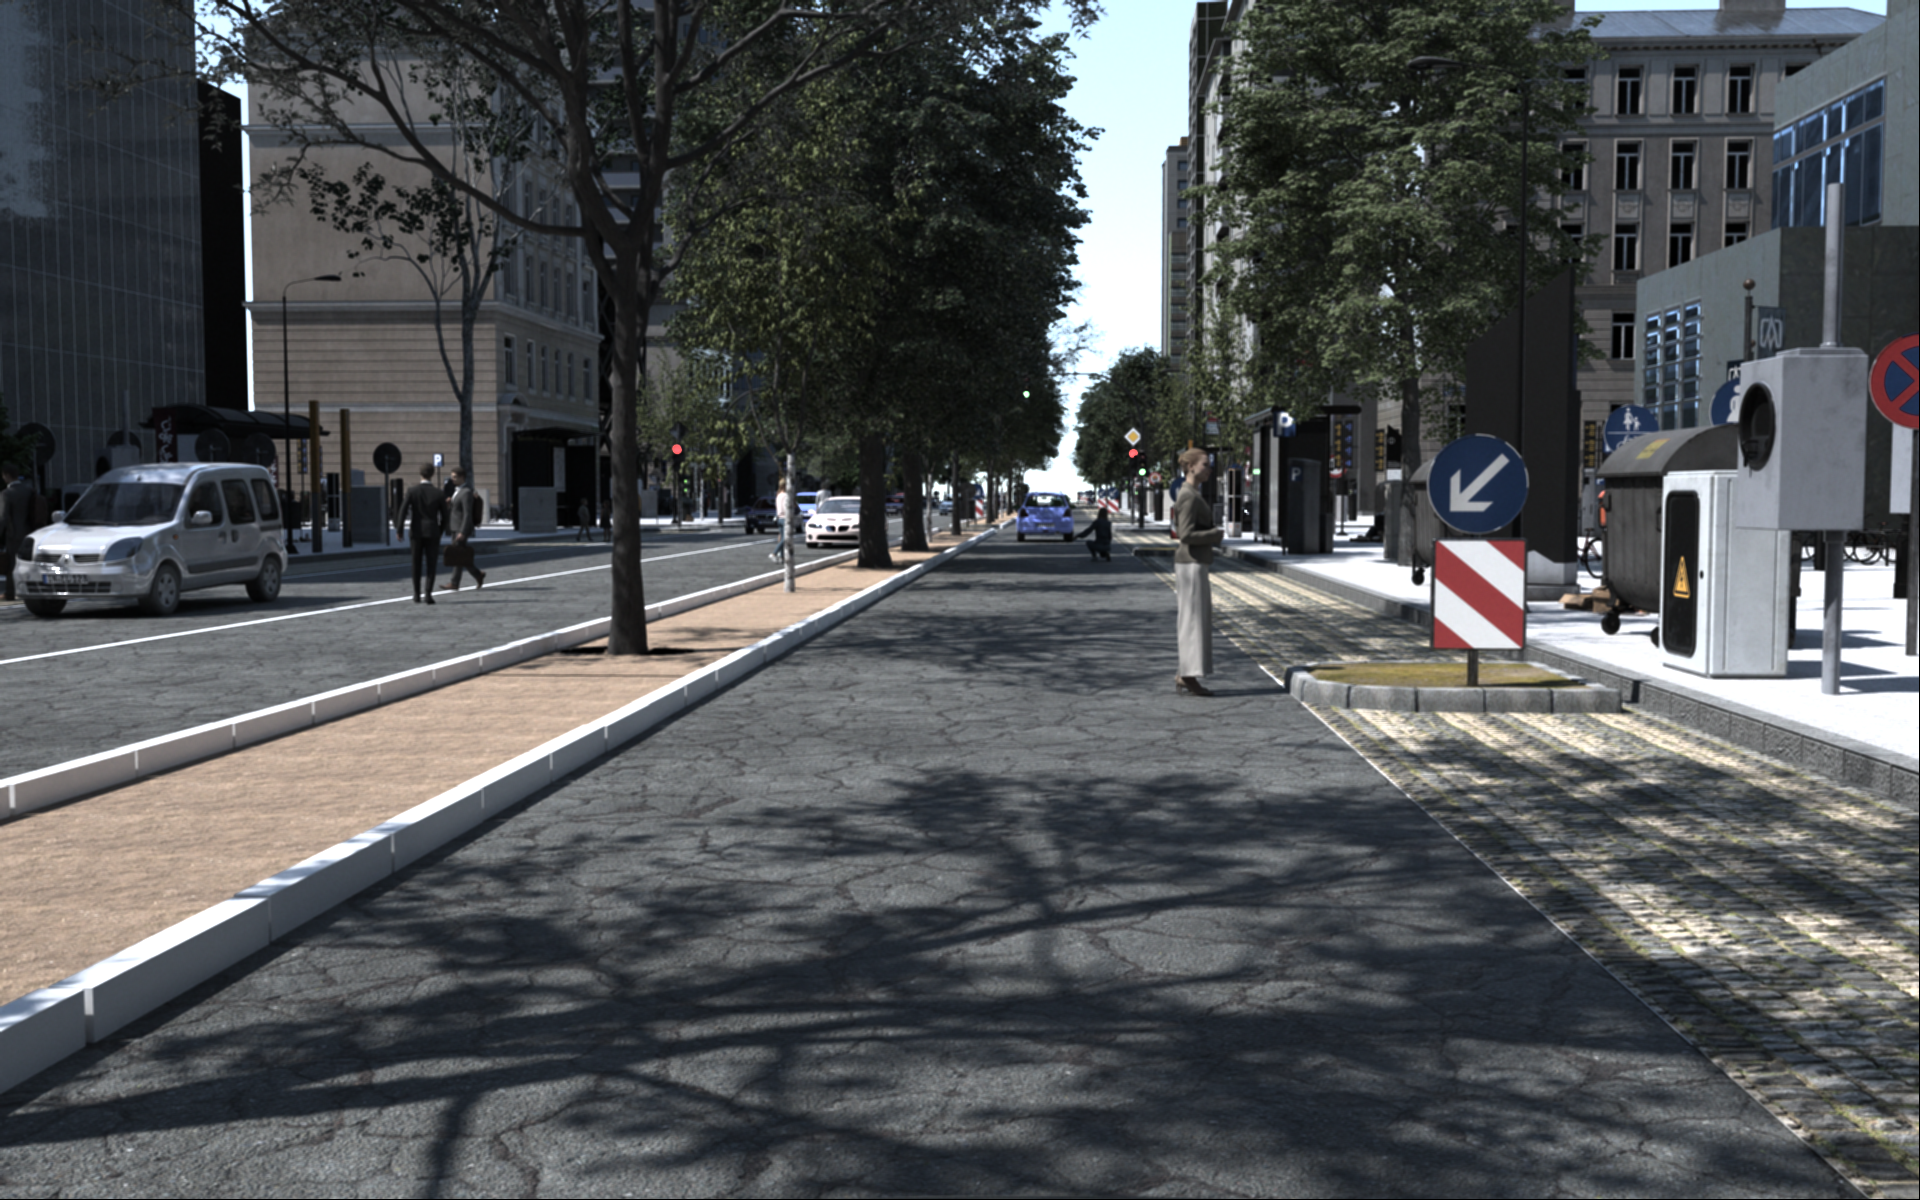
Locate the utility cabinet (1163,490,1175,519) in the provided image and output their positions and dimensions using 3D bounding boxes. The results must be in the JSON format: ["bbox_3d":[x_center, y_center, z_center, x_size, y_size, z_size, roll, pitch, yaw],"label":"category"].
[{"bbox_3d":[10.398,-4.753,86.384,0.318,1.500,1.173,-3,4,-39],"label":"utility cabinet"}]

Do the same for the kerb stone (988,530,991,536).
[{"bbox_3d":[0.864,-2.202,58.207,0.120,0.150,1.000,0,4,3],"label":"kerb stone"}]

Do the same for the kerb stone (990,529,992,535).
[{"bbox_3d":[0.926,-2.261,59.234,0.120,0.150,1.000,0,4,3],"label":"kerb stone"}]

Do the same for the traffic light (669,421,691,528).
[{"bbox_3d":[-10.689,-4.714,65.986,0.839,4.253,0.868,0,4,3],"label":"traffic light"}]

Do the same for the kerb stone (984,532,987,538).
[{"bbox_3d":[0.692,-2.015,55.141,0.120,0.150,1.000,0,4,3],"label":"kerb stone"}]

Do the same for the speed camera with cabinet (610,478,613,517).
[{"bbox_3d":[-18.343,-6.013,92.655,0.660,3.252,2.038,0,4,-5],"label":"speed camera with cabinet"}]

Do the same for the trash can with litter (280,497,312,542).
[{"bbox_3d":[-18.301,-2.156,46.307,2.233,1.210,1.678,-1,4,-18],"label":"trash can with litter"}]

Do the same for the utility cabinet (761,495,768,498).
[{"bbox_3d":[-12.209,-6.115,111.134,1.020,1.237,0.306,0,4,5],"label":"utility cabinet"}]

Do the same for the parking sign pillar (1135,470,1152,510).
[{"bbox_3d":[14.749,-9.190,138.726,1.447,3.967,1.447,-3,4,-37],"label":"parking sign pillar"}]

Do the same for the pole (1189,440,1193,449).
[{"bbox_3d":[8.690,-4.374,65.353,0.158,3.312,0.155,0,3,0],"label":"pole"}]

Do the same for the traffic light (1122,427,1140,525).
[{"bbox_3d":[7.267,-5.139,72.937,0.839,4.253,0.868,0,4,3],"label":"traffic light"}]

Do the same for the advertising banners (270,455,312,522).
[{"bbox_3d":[-30.152,-4.999,77.919,0.090,3.025,2.074,3,5,42],"label":"advertising banners"}]

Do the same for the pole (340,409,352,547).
[{"bbox_3d":[-14.752,-2.922,41.622,0.158,3.312,0.155,0,3,0],"label":"pole"}]

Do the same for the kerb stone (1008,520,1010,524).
[{"bbox_3d":[2.065,-3.423,78.262,0.120,0.150,1.000,0,4,3],"label":"kerb stone"}]

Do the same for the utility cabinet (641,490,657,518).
[{"bbox_3d":[-16.553,-5.107,92.174,0.318,1.500,1.173,1,4,19],"label":"utility cabinet"}]

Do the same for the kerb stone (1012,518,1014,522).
[{"bbox_3d":[2.428,-3.804,84.395,0.120,0.150,1.000,0,4,3],"label":"kerb stone"}]

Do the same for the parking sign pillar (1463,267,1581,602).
[{"bbox_3d":[6.883,-2.004,21.230,1.447,3.967,1.447,3,5,41],"label":"parking sign pillar"}]

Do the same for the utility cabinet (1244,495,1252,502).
[{"bbox_3d":[18.620,-6.281,113.861,0.306,1.237,1.020,-2,4,-33],"label":"utility cabinet"}]

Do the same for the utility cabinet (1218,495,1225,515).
[{"bbox_3d":[15.778,-5.707,104.475,0.306,1.237,1.020,0,4,-4],"label":"utility cabinet"}]

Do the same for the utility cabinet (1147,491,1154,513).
[{"bbox_3d":[12.682,-6.557,115.893,0.318,1.500,1.173,-1,4,-9],"label":"utility cabinet"}]

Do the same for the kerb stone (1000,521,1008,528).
[{"bbox_3d":[1.941,-3.304,76.219,0.120,0.150,1.000,0,4,3],"label":"kerb stone"}]

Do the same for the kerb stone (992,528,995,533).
[{"bbox_3d":[1.054,-2.391,61.285,0.120,0.150,1.000,0,4,3],"label":"kerb stone"}]

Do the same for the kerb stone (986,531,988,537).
[{"bbox_3d":[0.746,-2.076,56.162,0.120,0.150,1.000,0,4,3],"label":"kerb stone"}]

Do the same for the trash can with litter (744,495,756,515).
[{"bbox_3d":[-12.299,-5.655,103.510,1.678,1.210,2.233,-3,4,-38],"label":"trash can with litter"}]

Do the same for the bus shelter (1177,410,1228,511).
[{"bbox_3d":[11.317,-6.320,80.961,2.179,5.291,8.768,0,4,3],"label":"bus shelter"}]

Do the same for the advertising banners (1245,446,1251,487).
[{"bbox_3d":[10.697,-4.061,62.589,0.090,3.025,2.074,-1,4,-14],"label":"advertising banners"}]

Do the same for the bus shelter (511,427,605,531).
[{"bbox_3d":[-14.644,-4.414,63.458,1.731,3.624,6.357,0,4,4],"label":"bus shelter"}]

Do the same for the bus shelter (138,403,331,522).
[{"bbox_3d":[-17.163,-2.904,41.403,2.014,3.302,5.546,0,4,3],"label":"bus shelter"}]

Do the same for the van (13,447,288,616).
[{"bbox_3d":[-10.063,-0.900,21.728,2.013,2.044,4.112,0,4,4],"label":"van"}]

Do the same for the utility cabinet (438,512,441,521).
[{"bbox_3d":[-24.832,-4.362,82.481,0.306,1.237,1.020,0,4,-8],"label":"utility cabinet"}]

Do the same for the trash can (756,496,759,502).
[{"bbox_3d":[-13.627,-6.293,114.541,0.748,1.137,0.748,0,3,0],"label":"trash can"}]

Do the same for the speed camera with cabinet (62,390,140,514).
[{"bbox_3d":[-16.539,-2.384,33.318,2.038,3.252,0.660,3,4,38],"label":"speed camera with cabinet"}]

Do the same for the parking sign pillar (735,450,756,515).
[{"bbox_3d":[-13.139,-7.220,106.512,1.447,3.967,1.447,3,5,41],"label":"parking sign pillar"}]

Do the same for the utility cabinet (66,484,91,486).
[{"bbox_3d":[-18.668,-1.749,37.269,1.173,1.500,0.318,1,4,22],"label":"utility cabinet"}]

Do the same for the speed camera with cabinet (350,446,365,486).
[{"bbox_3d":[-21.985,-4.225,63.419,0.660,3.252,2.038,-2,4,-32],"label":"speed camera with cabinet"}]

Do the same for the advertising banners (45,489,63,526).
[{"bbox_3d":[-22.417,-2.761,41.324,2.074,3.025,0.090,0,4,-1],"label":"advertising banners"}]

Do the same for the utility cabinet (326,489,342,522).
[{"bbox_3d":[-28.277,-4.297,78.932,1.173,1.500,0.318,-3,5,-40],"label":"utility cabinet"}]

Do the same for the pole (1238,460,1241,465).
[{"bbox_3d":[16.624,-6.682,103.099,0.158,3.312,0.155,0,3,0],"label":"pole"}]

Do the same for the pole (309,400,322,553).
[{"bbox_3d":[-14.080,-2.691,37.845,0.158,3.312,0.155,0,3,0],"label":"pole"}]

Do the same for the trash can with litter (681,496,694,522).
[{"bbox_3d":[-12.632,-4.240,80.715,0.624,1.170,1.055,-2,4,-27],"label":"trash can with litter"}]

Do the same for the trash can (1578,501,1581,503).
[{"bbox_3d":[11.992,-1.404,34.603,0.748,1.137,0.748,0,3,0],"label":"trash can"}]

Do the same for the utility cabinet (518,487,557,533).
[{"bbox_3d":[-13.773,-2.926,56.519,1.173,1.500,0.318,-2,4,-28],"label":"utility cabinet"}]

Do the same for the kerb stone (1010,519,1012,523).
[{"bbox_3d":[2.242,-3.614,81.326,0.120,0.150,1.000,0,4,3],"label":"kerb stone"}]

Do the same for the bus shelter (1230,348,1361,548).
[{"bbox_3d":[8.667,-4.132,45.184,2.179,5.291,8.768,0,4,3],"label":"bus shelter"}]

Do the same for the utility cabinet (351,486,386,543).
[{"bbox_3d":[-15.520,-2.240,45.303,1.173,1.500,0.318,1,4,23],"label":"utility cabinet"}]

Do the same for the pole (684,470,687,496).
[{"bbox_3d":[-18.541,-7.520,116.797,0.158,3.312,0.155,0,3,0],"label":"pole"}]

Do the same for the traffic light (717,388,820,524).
[{"bbox_3d":[-8.121,-6.067,73.869,4.771,5.953,1.251,0,4,3],"label":"traffic light"}]

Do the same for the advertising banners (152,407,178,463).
[{"bbox_3d":[-15.268,-2.367,34.895,2.074,3.025,0.090,0,4,7],"label":"advertising banners"}]

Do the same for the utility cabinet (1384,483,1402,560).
[{"bbox_3d":[8.832,-1.527,33.648,1.173,1.500,0.318,-1,4,-17],"label":"utility cabinet"}]

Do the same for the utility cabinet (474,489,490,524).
[{"bbox_3d":[-20.832,-4.023,74.461,1.173,1.500,0.318,1,4,8],"label":"utility cabinet"}]

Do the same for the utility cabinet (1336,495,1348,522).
[{"bbox_3d":[17.644,-4.209,79.977,0.306,1.237,1.020,2,4,27],"label":"utility cabinet"}]

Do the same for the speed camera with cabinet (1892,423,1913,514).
[{"bbox_3d":[12.017,-1.586,20.271,2.038,3.252,0.660,0,4,-6],"label":"speed camera with cabinet"}]

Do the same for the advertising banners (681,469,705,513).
[{"bbox_3d":[-18.973,-7.734,122.634,2.074,3.025,0.090,-2,4,-31],"label":"advertising banners"}]

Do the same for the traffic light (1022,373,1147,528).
[{"bbox_3d":[4.699,-5.522,64.948,4.771,5.953,1.251,0,4,3],"label":"traffic light"}]

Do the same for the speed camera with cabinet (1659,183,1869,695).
[{"bbox_3d":[5.439,-1.070,11.837,0.660,3.252,2.038,0,4,3],"label":"speed camera with cabinet"}]
